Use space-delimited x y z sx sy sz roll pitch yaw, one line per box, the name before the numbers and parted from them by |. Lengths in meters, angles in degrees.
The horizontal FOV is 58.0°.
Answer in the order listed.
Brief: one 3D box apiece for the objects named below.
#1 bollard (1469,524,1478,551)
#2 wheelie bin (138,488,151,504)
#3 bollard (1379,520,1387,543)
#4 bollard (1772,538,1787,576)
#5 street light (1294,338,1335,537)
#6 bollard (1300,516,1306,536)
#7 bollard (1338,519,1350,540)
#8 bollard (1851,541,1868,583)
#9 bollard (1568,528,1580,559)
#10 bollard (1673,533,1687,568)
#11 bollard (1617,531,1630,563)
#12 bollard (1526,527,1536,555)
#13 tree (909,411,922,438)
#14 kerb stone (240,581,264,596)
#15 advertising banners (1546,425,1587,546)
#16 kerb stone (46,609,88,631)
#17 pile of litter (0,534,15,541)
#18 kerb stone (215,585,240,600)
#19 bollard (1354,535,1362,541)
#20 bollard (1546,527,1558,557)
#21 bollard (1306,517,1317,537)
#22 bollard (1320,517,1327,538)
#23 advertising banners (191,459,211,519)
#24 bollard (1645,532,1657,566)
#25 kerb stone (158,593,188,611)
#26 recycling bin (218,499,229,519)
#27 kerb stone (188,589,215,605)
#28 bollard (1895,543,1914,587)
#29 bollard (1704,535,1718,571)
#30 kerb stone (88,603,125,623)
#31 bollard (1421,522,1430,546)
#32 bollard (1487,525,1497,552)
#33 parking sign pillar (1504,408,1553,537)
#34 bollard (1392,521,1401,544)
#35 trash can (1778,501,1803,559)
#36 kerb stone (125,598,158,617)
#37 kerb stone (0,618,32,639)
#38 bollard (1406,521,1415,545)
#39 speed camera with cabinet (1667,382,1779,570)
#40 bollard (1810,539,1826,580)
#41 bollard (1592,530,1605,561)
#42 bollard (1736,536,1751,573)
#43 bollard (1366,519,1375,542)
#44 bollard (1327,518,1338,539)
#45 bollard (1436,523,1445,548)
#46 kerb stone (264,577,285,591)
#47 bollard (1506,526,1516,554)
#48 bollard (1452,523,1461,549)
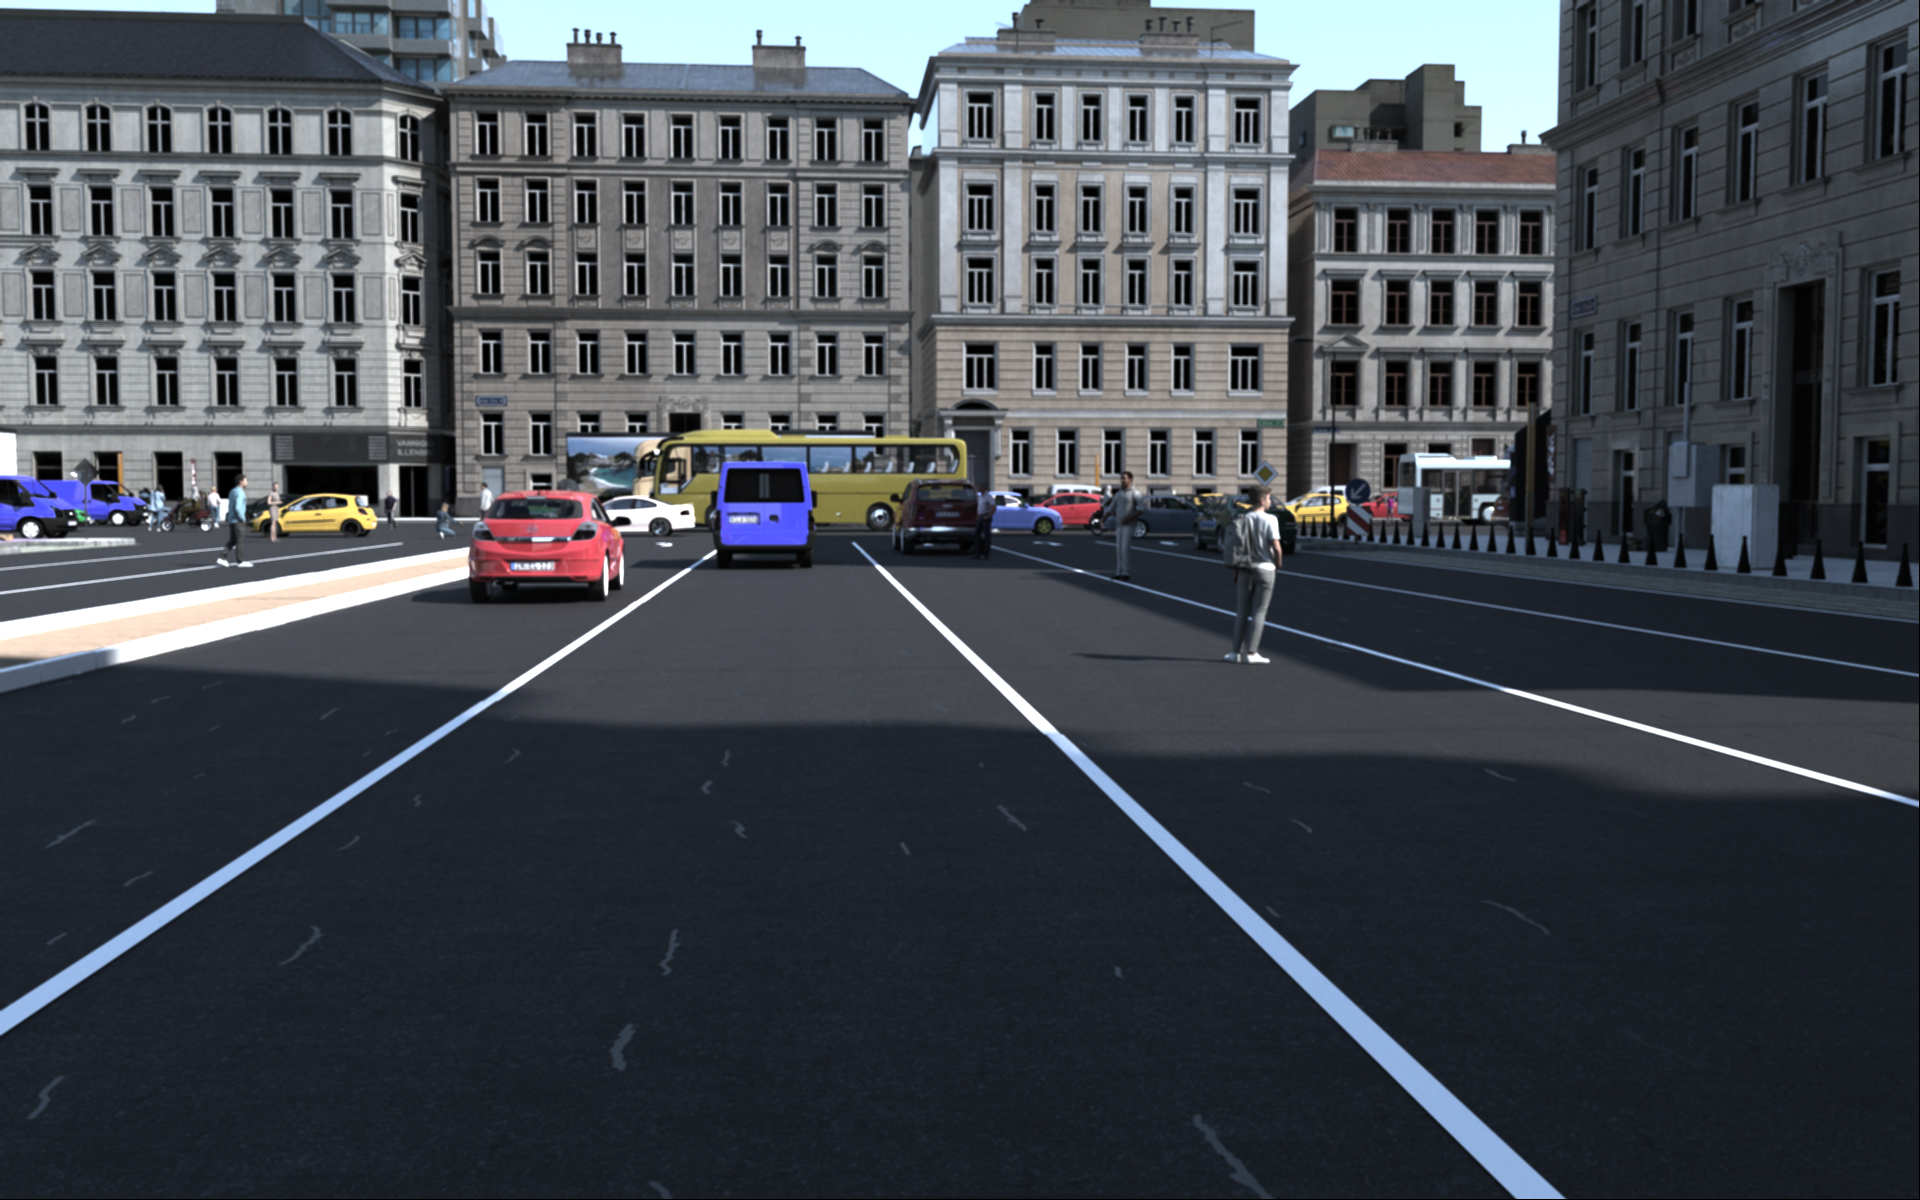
bollard | 11.698 -1.430 39.423 0.229 0.601 0.229 0 3 0
wheelie bin | -40.438 -4.779 86.053 0.693 1.594 0.980 -3 4 -38
bollard | 11.139 -1.806 45.571 0.229 0.601 0.229 0 3 0
bollard | 12.824 -0.675 27.077 0.229 0.601 0.229 0 3 0
street light | 10.615 -4.842 51.707 1.470 5.913 1.316 0 4 -5
bollard | 10.481 -2.248 52.801 0.229 0.601 0.229 0 3 0
bollard | 10.856 -1.995 48.664 0.229 0.601 0.229 0 3 0
bollard | 13.010 -0.550 25.029 0.229 0.601 0.229 0 3 0
bollard | 12.165 -1.115 34.271 0.229 0.601 0.229 0 3 0
bollard | 12.542 -0.863 30.144 0.229 0.601 0.229 0 3 0
bollard | 12.352 -0.988 32.203 0.229 0.601 0.229 0 3 0
bollard | 11.978 -1.241 36.329 0.229 0.601 0.229 0 3 0
tree | -3.129 -17.489 211.693 9.928 11.665 9.643 0 3 0
kerb stone | -10.163 -0.149 24.637 0.120 0.150 1.000 0 4 -5
advertising banners | 15.167 -2.887 43.396 0.090 3.025 2.074 0 4 -8
kerb stone | -9.608 0.227 18.489 0.120 0.150 1.000 0 4 -5
pile of litter | -26.813 -2.076 47.903 1.176 0.858 1.719 -2 4 -30
kerb stone | -10.072 -0.087 23.612 0.120 0.150 1.000 0 4 -5
bollard | 10.954 -1.932 47.634 0.229 0.601 0.229 0 3 0
bollard | 12.072 -1.177 35.293 0.229 0.601 0.229 0 3 0
bollard | 10.575 -2.185 51.766 0.229 0.601 0.229 0 3 0
bollard | 10.671 -2.122 50.733 0.229 0.601 0.229 0 3 0
advertising banners | -38.347 -5.580 87.427 0.090 3.025 2.074 0 3 0
bollard | 12.447 -0.925 31.166 0.229 0.601 0.229 0 3 0
kerb stone | -9.885 0.039 21.560 0.120 0.150 1.000 0 4 -5
recycling bin | -37.842 -4.685 89.153 0.722 1.027 0.722 -3 4 -38
kerb stone | -9.982 -0.024 22.586 0.120 0.150 1.000 0 4 -5
bollard | 13.097 -0.487 24.006 0.229 0.601 0.229 0 3 0
bollard | 12.634 -0.800 29.122 0.229 0.601 0.229 0 3 0
kerb stone | -9.697 0.164 19.513 0.120 0.150 1.000 0 4 -5
bollard | 11.418 -1.618 42.494 0.229 0.601 0.229 0 3 0
bollard | 11.794 -1.367 38.386 0.229 0.601 0.229 0 3 0
parking sign pillar | 17.266 -3.896 52.180 1.447 3.967 1.447 -1 4 -9
bollard | 11.232 -1.744 44.549 0.229 0.601 0.229 0 3 0
trash can | 16.287 -1.388 34.348 0.748 1.137 0.748 0 3 0
kerb stone | -9.791 0.104 20.537 0.120 0.150 1.000 0 4 -5
kerb stone | -9.509 0.289 17.463 0.120 0.150 1.000 0 4 -5
bollard | 11.324 -1.681 43.522 0.229 0.601 0.229 0 3 0
speed camera with cabinet | 13.264 -2.188 30.110 0.660 3.252 2.038 -1 4 -20
bollard | 12.914 -0.612 26.054 0.229 0.601 0.229 0 3 0
bollard | 12.258 -1.052 33.238 0.229 0.601 0.229 0 3 0
bollard | 12.725 -0.737 28.099 0.229 0.601 0.229 0 3 0
bollard | 11.047 -1.869 46.594 0.229 0.601 0.229 0 3 0
bollard | 10.760 -2.059 49.710 0.229 0.601 0.229 0 3 0
bollard | 11.512 -1.555 41.472 0.229 0.601 0.229 0 3 0
kerb stone | -10.254 -0.206 25.669 0.120 0.150 1.000 0 4 -5
bollard | 11.885 -1.303 37.351 0.229 0.601 0.229 0 3 0
bollard | 11.603 -1.493 40.445 0.229 0.601 0.229 0 3 0
